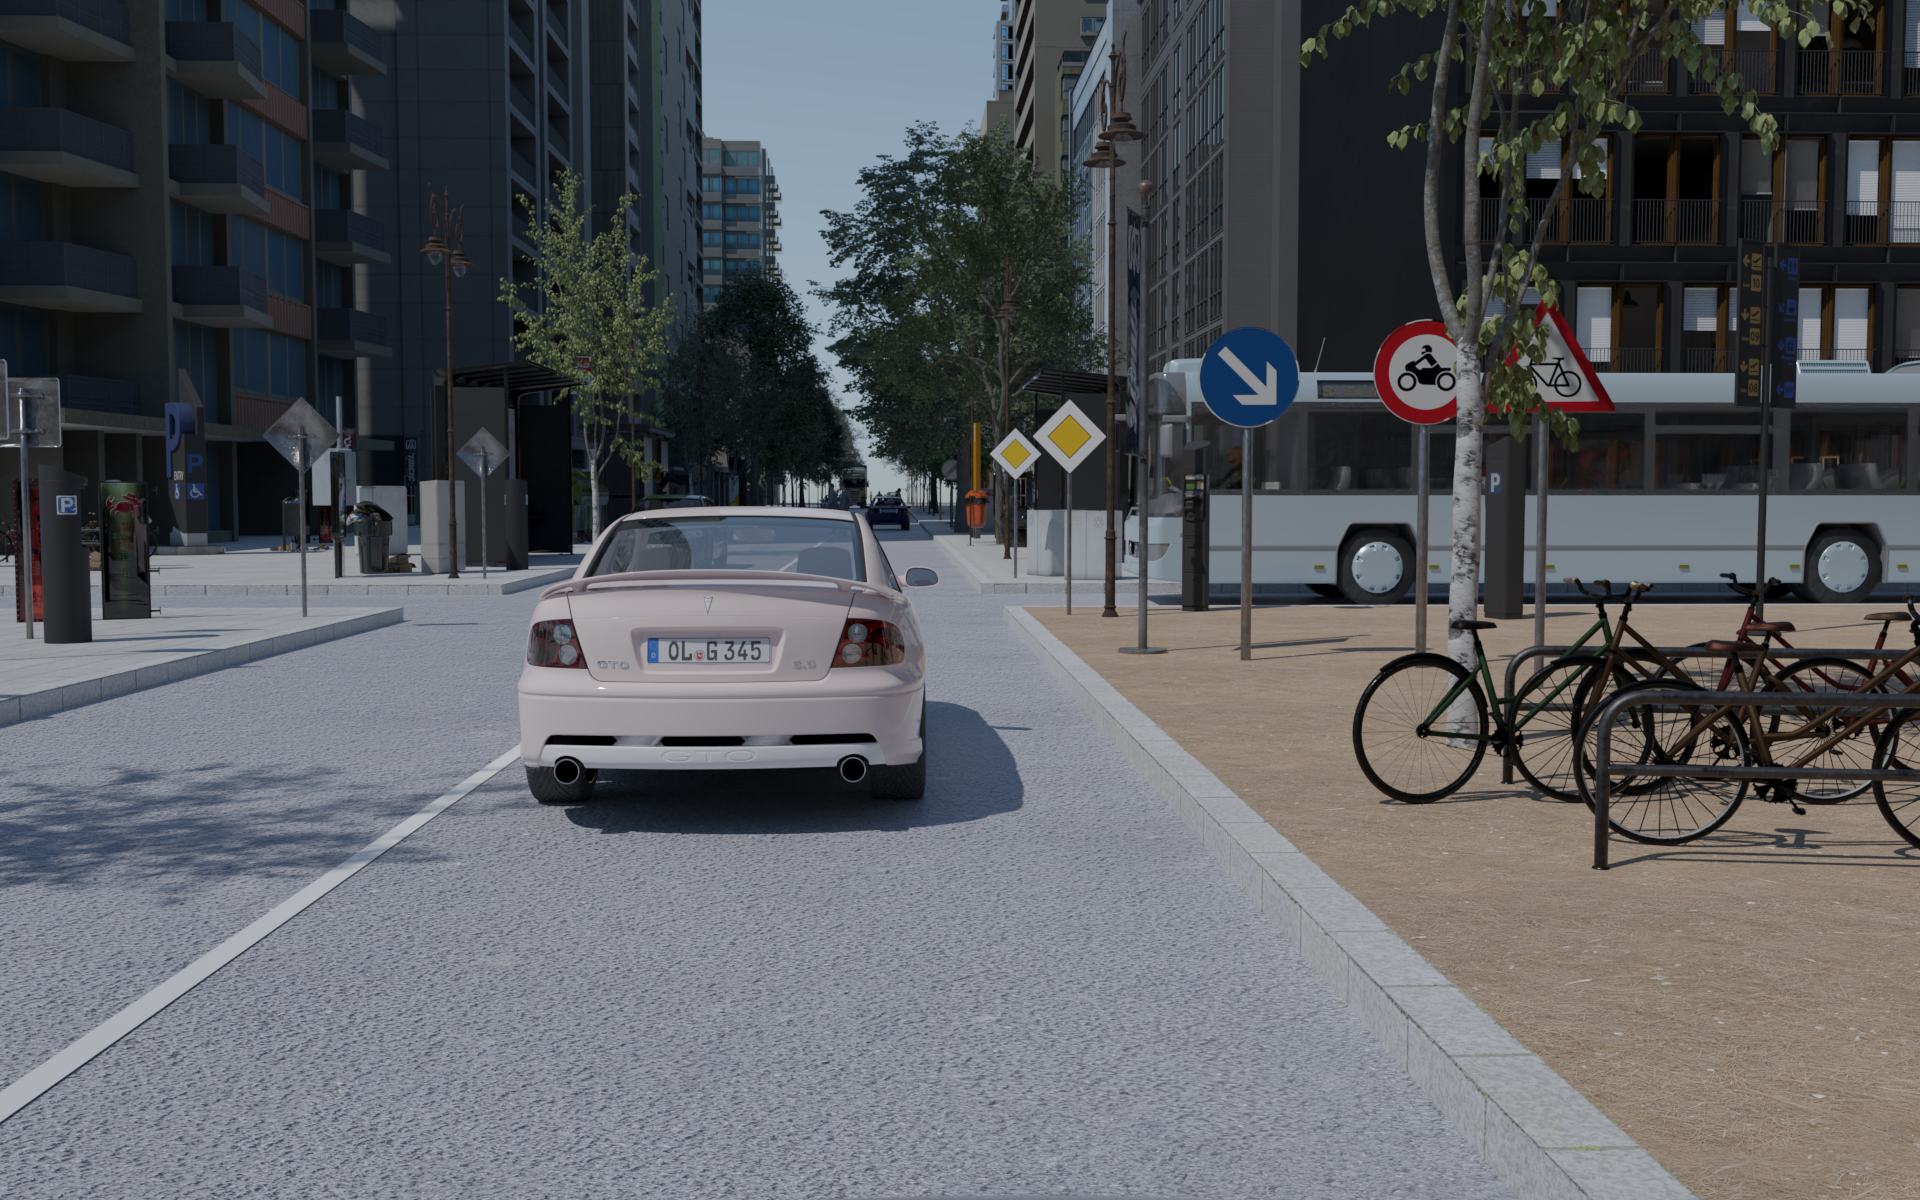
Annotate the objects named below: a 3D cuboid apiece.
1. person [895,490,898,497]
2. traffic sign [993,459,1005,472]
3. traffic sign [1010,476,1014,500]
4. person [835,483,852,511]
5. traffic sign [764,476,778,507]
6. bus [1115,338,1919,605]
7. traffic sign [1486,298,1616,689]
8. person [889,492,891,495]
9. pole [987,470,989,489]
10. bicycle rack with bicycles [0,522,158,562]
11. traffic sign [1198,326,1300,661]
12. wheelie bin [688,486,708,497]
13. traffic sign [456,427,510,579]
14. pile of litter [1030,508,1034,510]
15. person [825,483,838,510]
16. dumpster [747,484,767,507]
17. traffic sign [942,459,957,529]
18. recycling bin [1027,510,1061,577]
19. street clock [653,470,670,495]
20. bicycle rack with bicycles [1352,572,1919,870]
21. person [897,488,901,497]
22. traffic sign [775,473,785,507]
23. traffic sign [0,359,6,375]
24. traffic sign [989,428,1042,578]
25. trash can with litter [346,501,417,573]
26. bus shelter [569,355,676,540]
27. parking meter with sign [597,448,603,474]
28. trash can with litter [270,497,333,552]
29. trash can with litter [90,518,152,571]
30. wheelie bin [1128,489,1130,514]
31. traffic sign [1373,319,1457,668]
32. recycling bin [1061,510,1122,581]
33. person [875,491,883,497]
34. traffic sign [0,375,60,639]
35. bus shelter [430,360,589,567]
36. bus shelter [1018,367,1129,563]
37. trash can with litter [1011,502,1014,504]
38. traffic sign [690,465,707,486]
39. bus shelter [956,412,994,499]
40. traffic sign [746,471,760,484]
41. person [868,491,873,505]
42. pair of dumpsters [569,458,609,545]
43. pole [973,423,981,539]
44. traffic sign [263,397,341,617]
[{"bbox_3d":[-4.603,-7.360,129.663,0.721,1.723,1.217,1,4,19],"label":"person"},{"bbox_3d":[1.381,-3.159,51.764,0.768,2.556,0.104,0,4,7],"label":"traffic sign"},{"bbox_3d":[1.921,-3.993,65.398,0.768,2.556,0.104,0,4,4],"label":"traffic sign"},{"bbox_3d":[-3.865,-2.978,57.371,0.473,1.802,0.592,-1,4,-20],"label":"person"},{"bbox_3d":[-10.577,-5.923,96.946,0.768,2.556,0.104,0,4,-1],"label":"traffic sign"},{"bbox_3d":[8.061,-1.728,23.109,13.247,3.499,2.948,0,4,-2],"label":"bus"},{"bbox_3d":[3.808,-0.693,11.328,0.884,2.594,0.081,0,4,6],"label":"traffic sign"},{"bbox_3d":[-9.722,-13.876,236.191,0.721,1.723,1.217,-1,4,-14],"label":"person"},{"bbox_3d":[1.487,-6.132,94.104,0.158,3.312,0.155,0,3,0],"label":"pole"},{"bbox_3d":[-17.095,-1.231,33.509,2.925,0.926,2.852,-1,4,-13],"label":"bicycle rack with bicycles"},{"bbox_3d":[2.205,-0.806,13.286,0.768,2.556,0.104,0,4,7],"label":"traffic sign"},{"bbox_3d":[-10.513,-3.755,69.304,0.980,1.594,0.693,0,4,-3],"label":"wheelie bin"},{"bbox_3d":[-7.149,-1.367,25.998,0.795,2.450,0.064,0,4,-2],"label":"traffic sign"},{"bbox_3d":[2.408,-2.508,54.965,1.176,0.858,1.719,-2,4,-34],"label":"pile of litter"},{"bbox_3d":[-4.550,-3.244,61.668,0.853,1.813,0.709,0,4,1],"label":"person"},{"bbox_3d":[-11.869,-5.778,100.236,1.264,1.857,1.865,0,4,-2],"label":"dumpster"},{"bbox_3d":[-0.290,-3.880,63.540,0.768,2.556,0.104,0,4,3],"label":"traffic sign"},{"bbox_3d":[1.532,-0.903,27.325,0.722,1.027,0.722,-2,4,-28],"label":"recycling bin"},{"bbox_3d":[-8.806,-2.849,51.152,0.471,2.002,0.358,0,4,-7],"label":"street clock"},{"bbox_3d":[3.041,0.402,6.813,2.925,0.926,2.852,1,4,9],"label":"bicycle rack with bicycles"},{"bbox_3d":[-3.736,-6.054,107.496,0.705,1.823,1.348,0,4,3],"label":"person"},{"bbox_3d":[-10.263,-5.968,97.680,0.768,2.556,0.104,0,4,2],"label":"traffic sign"},{"bbox_3d":[-7.538,-0.677,13.198,0.606,2.300,0.079,0,4,5],"label":"traffic sign"},{"bbox_3d":[0.840,-1.385,26.289,0.795,2.450,0.064,0,4,-2],"label":"traffic sign"},{"bbox_3d":[-9.385,-1.023,28.118,0.624,1.170,1.055,2,4,24],"label":"trash can with litter"},{"bbox_3d":[-10.321,-4.601,52.864,2.179,5.291,8.768,0,4,-2],"label":"bus shelter"},{"bbox_3d":[-13.538,-4.075,62.887,1.738,3.016,0.543,-3,5,-42],"label":"parking meter with sign"},{"bbox_3d":[-14.937,-1.744,39.574,1.678,1.210,2.233,1,4,16],"label":"trash can with litter"},{"bbox_3d":[-14.244,-1.092,29.249,0.624,1.170,1.055,1,4,14],"label":"trash can with litter"},{"bbox_3d":[6.729,-3.914,71.894,0.980,1.594,0.693,-3,4,-37],"label":"wheelie bin"},{"bbox_3d":[3.404,-0.772,12.722,0.768,2.556,0.104,0,4,4],"label":"traffic sign"},{"bbox_3d":[2.008,-0.826,26.064,0.722,1.027,0.722,1,4,21],"label":"recycling bin"},{"bbox_3d":[-7.500,-9.287,161.067,1.217,1.736,0.721,0,4,-1],"label":"person"},{"bbox_3d":[-8.234,-0.804,15.272,0.606,2.300,0.079,0,4,-2],"label":"traffic sign"},{"bbox_3d":[-8.534,-2.574,33.371,1.731,3.624,6.357,0,4,-2],"label":"bus shelter"},{"bbox_3d":[2.261,-2.688,35.230,1.731,3.624,6.357,0,4,-2],"label":"bus shelter"},{"bbox_3d":[1.857,-2.957,59.728,1.055,1.170,0.624,2,4,34],"label":"trash can with litter"},{"bbox_3d":[-11.484,-4.639,75.949,0.768,2.556,0.104,0,4,-1],"label":"traffic sign"},{"bbox_3d":[0.718,-6.413,82.479,2.179,5.291,8.768,0,4,-2],"label":"bus shelter"},{"bbox_3d":[-11.038,-5.650,92.476,0.768,2.556,0.104,0,4,2],"label":"traffic sign"},{"bbox_3d":[-11.966,-13.678,232.149,0.705,1.823,1.348,-2,4,-23],"label":"person"},{"bbox_3d":[-10.391,-2.646,45.762,1.574,2.255,4.437,0,4,-2],"label":"pair of dumpsters"},{"bbox_3d":[0.489,-3.417,49.717,0.158,3.312,0.155,0,3,0],"label":"pole"},{"bbox_3d":[-6.837,-0.879,18.019,0.795,2.450,0.064,0,4,-2],"label":"traffic sign"}]
